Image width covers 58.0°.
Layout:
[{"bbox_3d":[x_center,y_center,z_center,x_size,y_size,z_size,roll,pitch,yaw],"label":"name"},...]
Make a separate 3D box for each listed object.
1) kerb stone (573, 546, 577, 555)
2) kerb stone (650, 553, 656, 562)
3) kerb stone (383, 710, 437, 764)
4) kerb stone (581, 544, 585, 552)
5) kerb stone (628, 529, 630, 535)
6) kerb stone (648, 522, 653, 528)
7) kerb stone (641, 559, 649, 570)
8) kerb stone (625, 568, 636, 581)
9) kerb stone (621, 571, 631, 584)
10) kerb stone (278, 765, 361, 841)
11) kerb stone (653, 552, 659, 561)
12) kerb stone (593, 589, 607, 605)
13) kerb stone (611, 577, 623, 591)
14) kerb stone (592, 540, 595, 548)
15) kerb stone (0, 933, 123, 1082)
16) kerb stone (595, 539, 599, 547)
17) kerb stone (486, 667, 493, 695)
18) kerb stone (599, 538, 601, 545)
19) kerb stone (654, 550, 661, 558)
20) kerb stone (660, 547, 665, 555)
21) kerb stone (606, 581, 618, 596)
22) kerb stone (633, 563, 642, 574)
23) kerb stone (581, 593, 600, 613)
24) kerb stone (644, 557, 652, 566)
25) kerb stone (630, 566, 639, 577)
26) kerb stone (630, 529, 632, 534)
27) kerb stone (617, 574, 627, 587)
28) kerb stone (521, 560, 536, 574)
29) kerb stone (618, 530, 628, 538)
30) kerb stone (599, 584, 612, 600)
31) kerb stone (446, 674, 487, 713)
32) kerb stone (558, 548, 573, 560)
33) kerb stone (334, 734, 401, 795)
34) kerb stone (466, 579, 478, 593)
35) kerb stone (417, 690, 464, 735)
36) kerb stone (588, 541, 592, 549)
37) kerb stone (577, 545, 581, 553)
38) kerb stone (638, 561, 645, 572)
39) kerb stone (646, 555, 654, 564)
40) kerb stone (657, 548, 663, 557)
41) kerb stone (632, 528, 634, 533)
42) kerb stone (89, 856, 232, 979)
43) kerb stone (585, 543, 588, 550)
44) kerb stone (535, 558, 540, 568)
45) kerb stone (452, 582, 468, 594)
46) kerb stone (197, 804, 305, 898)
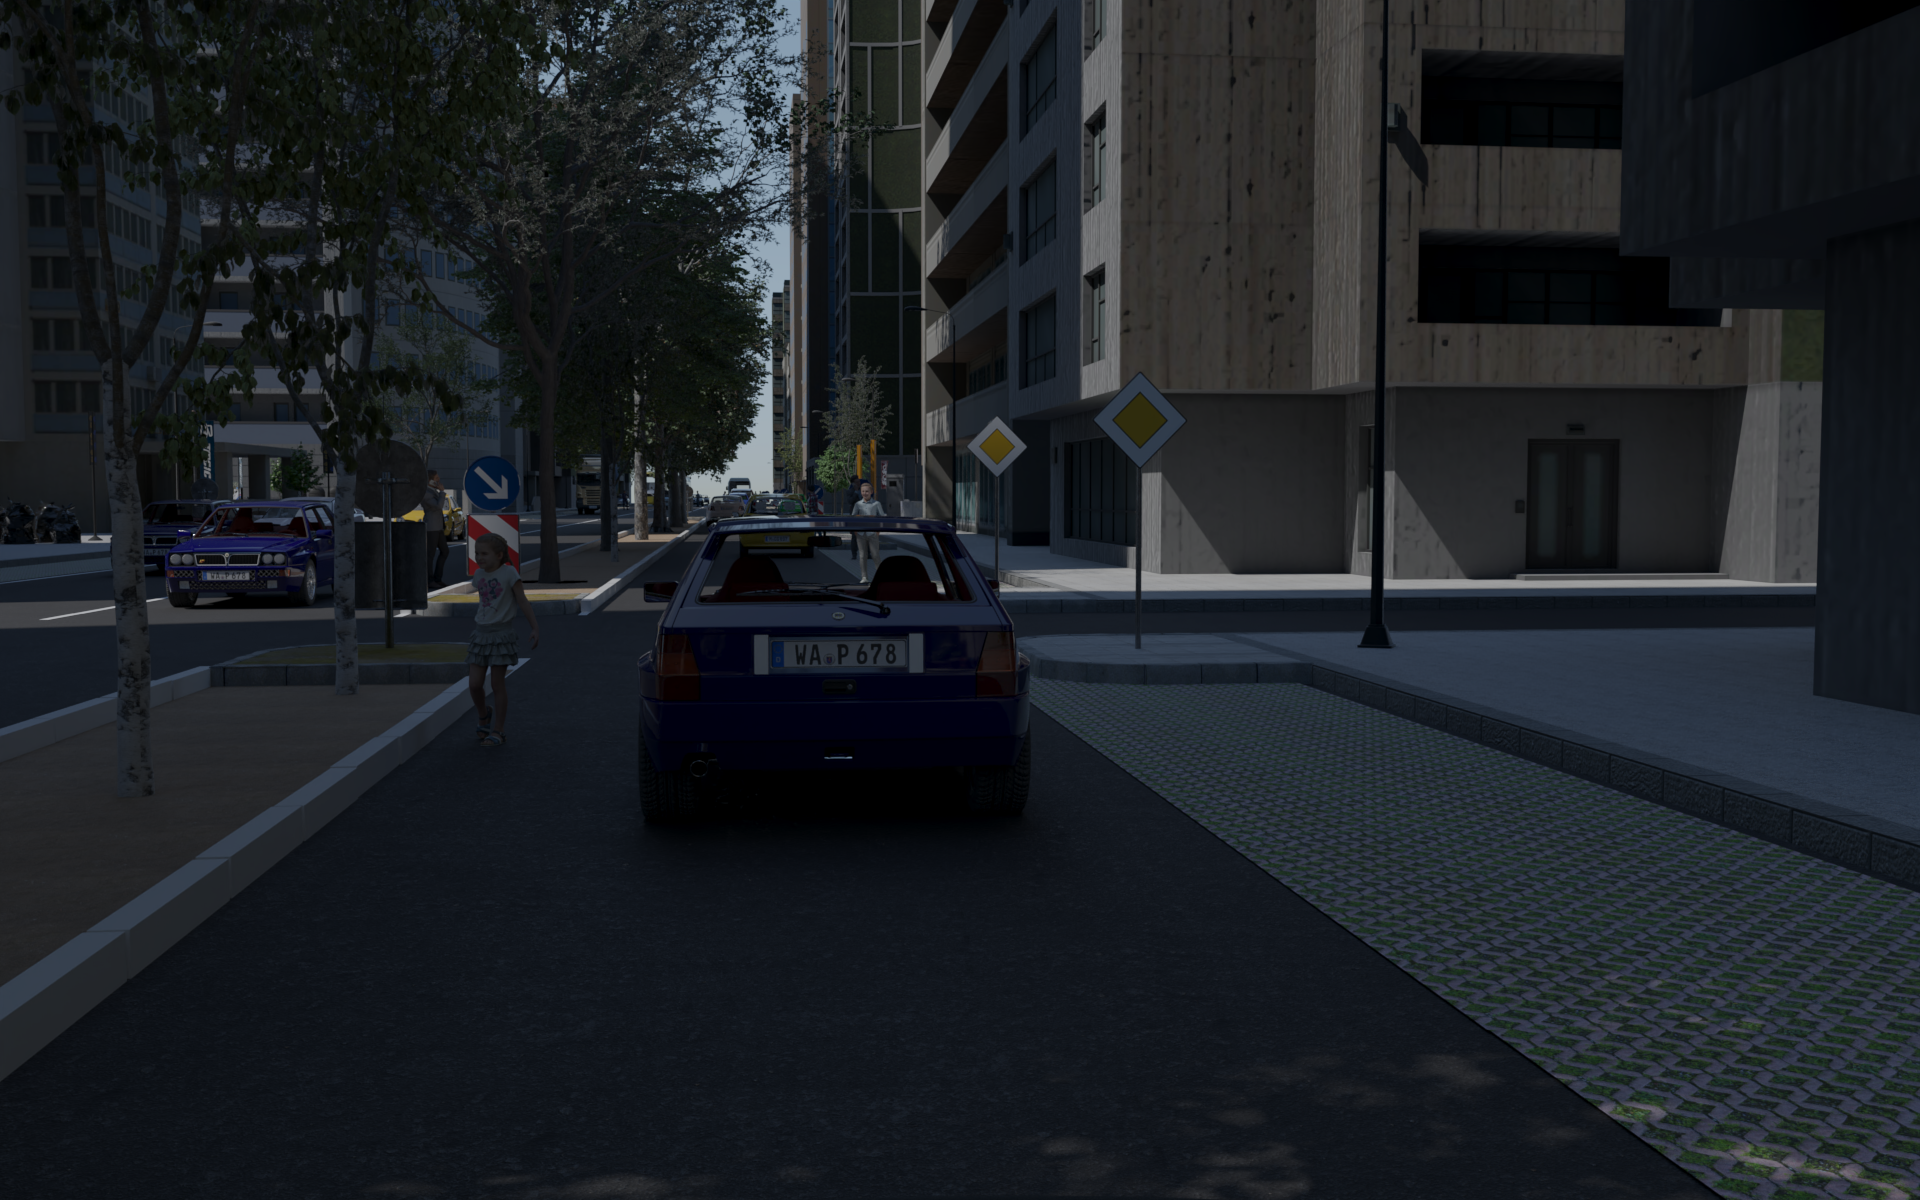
[{"bbox_3d":[-9.105,-1.114,40.435,0.120,0.150,1.000,0,4,-7],"label":"kerb stone"},{"bbox_3d":[-6.387,-0.821,35.618,0.120,0.150,1.000,0,4,-7],"label":"kerb stone"},{"bbox_3d":[-3.082,0.767,9.667,0.120,0.150,1.000,0,4,-7],"label":"kerb stone"},{"bbox_3d":[-9.365,-1.240,42.469,0.120,0.150,1.000,0,4,-7],"label":"kerb stone"},{"bbox_3d":[-11.559,-2.297,59.757,0.120,0.150,1.000,0,4,-7],"label":"kerb stone"},{"bbox_3d":[-13.886,-3.415,78.073,0.120,0.150,1.000,0,4,-7],"label":"kerb stone"},{"bbox_3d":[-5.992,-0.629,32.571,0.120,0.150,1.000,0,4,-7],"label":"kerb stone"},{"bbox_3d":[-5.473,-0.386,28.511,0.120,0.150,1.000,0,4,-7],"label":"kerb stone"},{"bbox_3d":[-5.351,-0.324,27.487,0.120,0.150,1.000,0,4,-7],"label":"kerb stone"},{"bbox_3d":[-2.827,0.892,7.635,0.120,0.150,1.000,0,4,-7],"label":"kerb stone"},{"bbox_3d":[-6.515,-0.877,36.633,0.120,0.150,1.000,0,4,-7],"label":"kerb stone"},{"bbox_3d":[-4.705,-0.011,22.407,0.120,0.150,1.000,0,4,-7],"label":"kerb stone"},{"bbox_3d":[-5.092,-0.200,25.459,0.120,0.150,1.000,0,4,-7],"label":"kerb stone"},{"bbox_3d":[-9.755,-1.426,45.512,0.120,0.150,1.000,0,4,-7],"label":"kerb stone"},{"bbox_3d":[-2.447,1.079,4.587,0.120,0.150,1.000,0,4,-7],"label":"kerb stone"},{"bbox_3d":[-9.877,-1.488,46.526,0.120,0.150,1.000,0,4,-7],"label":"kerb stone"},{"bbox_3d":[-3.473,0.584,12.713,0.120,0.150,1.000,0,4,-7],"label":"kerb stone"},{"bbox_3d":[-10.013,-1.548,47.549,0.120,0.150,1.000,0,4,-7],"label":"kerb stone"},{"bbox_3d":[-6.632,-0.945,37.654,0.120,0.150,1.000,0,4,-7],"label":"kerb stone"},{"bbox_3d":[-6.891,-1.069,39.682,0.120,0.150,1.000,0,4,-7],"label":"kerb stone"},{"bbox_3d":[-4.963,-0.135,24.443,0.120,0.150,1.000,0,4,-7],"label":"kerb stone"},{"bbox_3d":[-5.735,-0.511,30.543,0.120,0.150,1.000,0,4,-7],"label":"kerb stone"},{"bbox_3d":[-4.575,0.049,21.389,0.120,0.150,1.000,0,4,-7],"label":"kerb stone"},{"bbox_3d":[-6.116,-0.697,33.586,0.120,0.150,1.000,0,4,-7],"label":"kerb stone"},{"bbox_3d":[-5.612,-0.448,29.527,0.120,0.150,1.000,0,4,-7],"label":"kerb stone"},{"bbox_3d":[-11.686,-2.360,60.774,0.120,0.150,1.000,0,4,-7],"label":"kerb stone"},{"bbox_3d":[-5.222,-0.262,26.473,0.120,0.150,1.000,0,4,-7],"label":"kerb stone"},{"bbox_3d":[-8.074,-0.618,32.306,0.120,0.150,1.000,0,4,-7],"label":"kerb stone"},{"bbox_3d":[-11.430,-2.235,58.743,0.120,0.150,1.000,0,4,-7],"label":"kerb stone"},{"bbox_3d":[-4.836,-0.075,23.429,0.120,0.150,1.000,0,4,-7],"label":"kerb stone"},{"bbox_3d":[-3.351,0.642,11.698,0.120,0.150,1.000,0,4,-7],"label":"kerb stone"},{"bbox_3d":[-8.976,-1.052,39.417,0.120,0.150,1.000,0,4,-7],"label":"kerb stone"},{"bbox_3d":[-2.964,0.828,8.651,0.120,0.150,1.000,0,4,-7],"label":"kerb stone"},{"bbox_3d":[-7.180,-0.179,25.199,0.120,0.150,1.000,0,4,-7],"label":"kerb stone"},{"bbox_3d":[-3.216,0.704,10.683,0.120,0.150,1.000,0,4,-7],"label":"kerb stone"},{"bbox_3d":[-9.620,-1.364,44.497,0.120,0.150,1.000,0,4,-7],"label":"kerb stone"},{"bbox_3d":[-9.239,-1.170,41.449,0.120,0.150,1.000,0,4,-7],"label":"kerb stone"},{"bbox_3d":[-5.866,-0.573,31.557,0.120,0.150,1.000,0,4,-7],"label":"kerb stone"},{"bbox_3d":[-6.251,-0.759,34.599,0.120,0.150,1.000,0,4,-7],"label":"kerb stone"},{"bbox_3d":[-6.771,-1.006,38.667,0.120,0.150,1.000,0,4,-7],"label":"kerb stone"},{"bbox_3d":[-11.811,-2.422,61.788,0.120,0.150,1.000,0,4,-7],"label":"kerb stone"},{"bbox_3d":[-2.572,1.017,5.602,0.120,0.150,1.000,0,4,-7],"label":"kerb stone"},{"bbox_3d":[-9.497,-1.302,43.482,0.120,0.150,1.000,0,4,-7],"label":"kerb stone"},{"bbox_3d":[-8.208,-0.680,33.320,0.120,0.150,1.000,0,4,-7],"label":"kerb stone"},{"bbox_3d":[-7.047,-0.121,24.174,0.120,0.150,1.000,0,4,-7],"label":"kerb stone"},{"bbox_3d":[-2.702,0.953,6.620,0.120,0.150,1.000,0,4,-7],"label":"kerb stone"}]
